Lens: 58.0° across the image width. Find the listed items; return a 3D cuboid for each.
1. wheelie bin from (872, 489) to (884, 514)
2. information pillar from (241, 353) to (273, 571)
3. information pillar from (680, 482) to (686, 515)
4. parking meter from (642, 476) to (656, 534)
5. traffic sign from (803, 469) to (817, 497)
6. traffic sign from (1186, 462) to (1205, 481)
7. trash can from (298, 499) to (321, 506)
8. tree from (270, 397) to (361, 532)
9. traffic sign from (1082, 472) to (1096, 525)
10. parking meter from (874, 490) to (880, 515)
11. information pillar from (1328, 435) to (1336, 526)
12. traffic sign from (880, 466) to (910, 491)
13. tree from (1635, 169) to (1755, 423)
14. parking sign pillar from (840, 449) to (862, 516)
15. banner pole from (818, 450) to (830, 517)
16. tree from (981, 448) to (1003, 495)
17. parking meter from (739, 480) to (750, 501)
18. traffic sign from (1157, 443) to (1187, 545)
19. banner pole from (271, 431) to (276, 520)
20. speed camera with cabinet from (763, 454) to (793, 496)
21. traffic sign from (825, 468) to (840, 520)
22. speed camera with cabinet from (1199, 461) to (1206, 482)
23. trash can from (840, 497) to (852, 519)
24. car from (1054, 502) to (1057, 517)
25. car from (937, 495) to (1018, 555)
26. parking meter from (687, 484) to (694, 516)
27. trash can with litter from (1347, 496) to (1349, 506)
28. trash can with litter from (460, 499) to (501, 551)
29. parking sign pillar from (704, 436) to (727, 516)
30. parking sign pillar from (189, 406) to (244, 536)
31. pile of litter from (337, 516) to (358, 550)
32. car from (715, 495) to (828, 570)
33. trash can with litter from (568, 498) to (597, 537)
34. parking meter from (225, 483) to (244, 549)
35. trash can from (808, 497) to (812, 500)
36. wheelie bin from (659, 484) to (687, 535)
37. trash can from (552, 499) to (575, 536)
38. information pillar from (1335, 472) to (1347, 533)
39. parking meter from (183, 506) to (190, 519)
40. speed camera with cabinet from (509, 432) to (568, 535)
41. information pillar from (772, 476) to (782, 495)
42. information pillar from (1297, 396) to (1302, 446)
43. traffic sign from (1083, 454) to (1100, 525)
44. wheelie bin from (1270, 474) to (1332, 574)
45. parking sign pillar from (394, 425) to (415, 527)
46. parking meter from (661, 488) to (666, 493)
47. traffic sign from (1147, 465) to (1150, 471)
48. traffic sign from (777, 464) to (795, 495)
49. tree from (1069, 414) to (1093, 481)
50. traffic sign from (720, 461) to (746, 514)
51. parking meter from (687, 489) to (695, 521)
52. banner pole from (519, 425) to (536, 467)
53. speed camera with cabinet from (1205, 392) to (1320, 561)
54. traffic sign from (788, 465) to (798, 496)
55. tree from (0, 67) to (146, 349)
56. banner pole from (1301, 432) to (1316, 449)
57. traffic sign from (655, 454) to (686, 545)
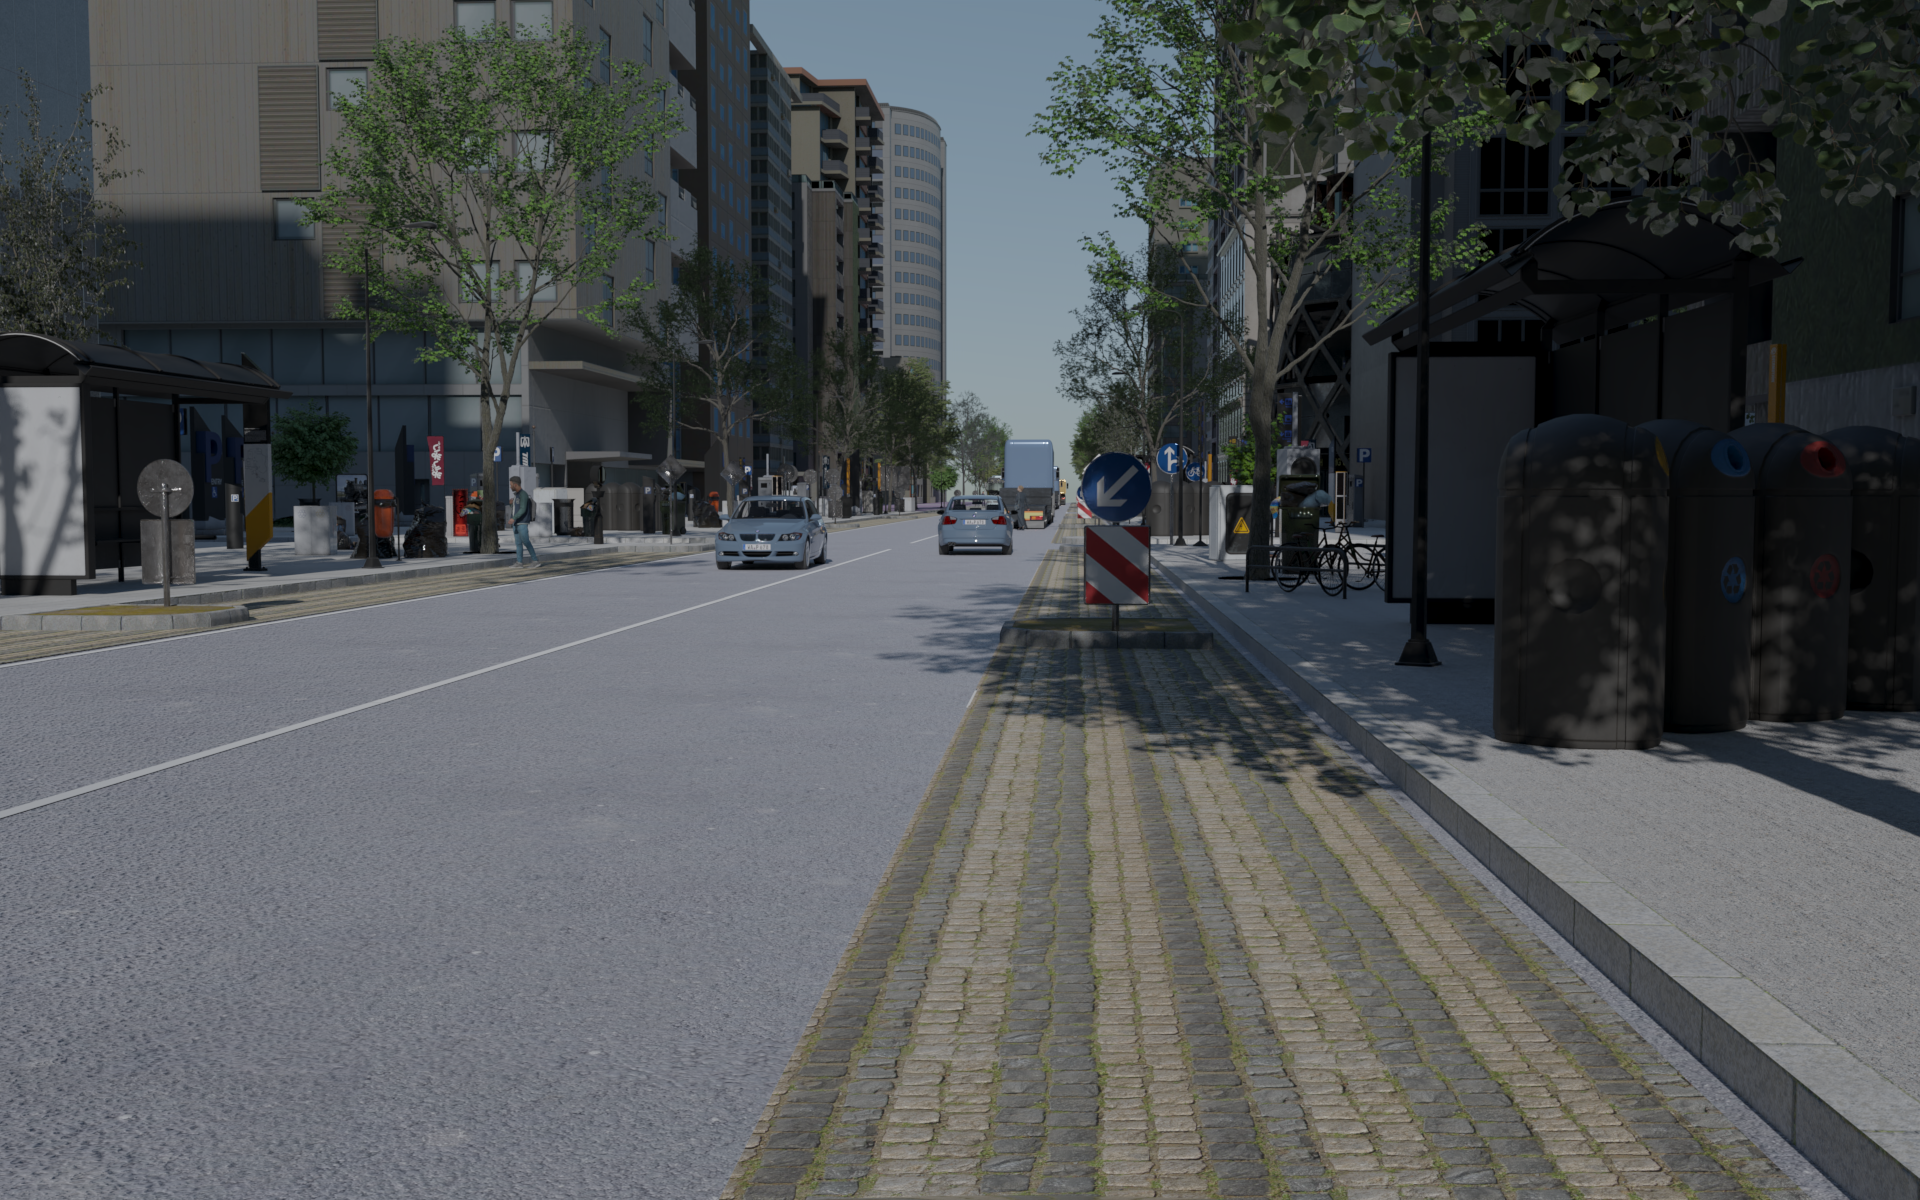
[{"bbox_3d":[-5.185,-6.218,109.567,0.693,1.594,0.980,-1,4,-18],"label":"wheelie bin"},{"bbox_3d":[-11.675,-2.288,28.760,0.504,3.616,0.183,1,4,16],"label":"information pillar"},{"bbox_3d":[-17.197,-6.301,107.515,0.304,2.012,0.304,0,4,8],"label":"information pillar"},{"bbox_3d":[-10.035,-3.075,55.990,0.399,1.863,0.255,1,4,8],"label":"parking meter"},{"bbox_3d":[-7.624,-5.398,88.366,0.768,2.556,0.104,0,4,6],"label":"traffic sign"},{"bbox_3d":[9.341,-4.197,68.732,0.768,2.556,0.104,1,4,13],"label":"traffic sign"},{"bbox_3d":[-20.776,-2.673,55.364,0.748,1.137,0.748,0,3,0],"label":"trash can"},{"bbox_3d":[-21.970,-4.586,58.701,4.285,4.588,4.351,0,3,0],"label":"tree"},{"bbox_3d":[3.989,-2.899,51.044,0.795,2.450,0.064,0,4,4],"label":"traffic sign"},{"bbox_3d":[-5.046,-5.898,104.835,0.372,1.533,0.369,0,3,0],"label":"parking meter"},{"bbox_3d":[14.928,-4.776,69.440,0.183,3.616,0.504,-1,4,-13],"label":"information pillar"},{"bbox_3d":[-4.765,-8.087,126.102,2.265,3.308,0.079,1,4,9],"label":"traffic sign"},{"bbox_3d":[16.414,-5.317,37.289,4.737,8.622,4.395,0,3,0],"label":"tree"},{"bbox_3d":[-6.515,-6.950,102.102,1.447,3.967,1.447,3,5,43],"label":"parking sign pillar"},{"bbox_3d":[-7.973,-6.782,100.906,0.863,3.779,0.401,0,4,3],"label":"banner pole"},{"bbox_3d":[3.881,-18.283,249.295,4.737,8.622,4.395,0,3,0],"label":"tree"},{"bbox_3d":[-8.810,-3.976,70.723,0.399,1.863,0.255,-2,4,-26],"label":"parking meter"},{"bbox_3d":[5.330,-2.659,43.583,0.768,2.556,0.104,1,4,9],"label":"traffic sign"},{"bbox_3d":[-27.530,-4.833,69.029,0.401,3.779,0.863,2,4,27],"label":"banner pole"},{"bbox_3d":[-8.932,-5.546,85.019,0.660,3.252,2.038,-3,4,-36],"label":"speed camera with cabinet"},{"bbox_3d":[-6.292,-5.228,85.583,0.768,2.556,0.104,0,4,8],"label":"traffic sign"},{"bbox_3d":[15.517,-6.781,105.209,2.038,3.252,0.660,0,4,-8],"label":"speed camera with cabinet"},{"bbox_3d":[-5.983,-4.847,90.900,0.748,1.137,0.748,0,3,0],"label":"trash can"},{"bbox_3d":[5.079,-5.861,108.401,1.945,1.354,3.894,0,4,3],"label":"car"},{"bbox_3d":[0.410,-1.837,42.033,2.014,1.417,4.499,0,4,2],"label":"car"},{"bbox_3d":[-15.907,-5.910,102.342,0.399,1.863,0.255,2,4,26],"label":"parking meter"},{"bbox_3d":[20.019,-4.772,89.403,0.624,1.170,1.055,2,4,28],"label":"trash can with litter"},{"bbox_3d":[-10.746,-1.682,38.885,0.624,1.170,1.055,0,4,6],"label":"trash can with litter"},{"bbox_3d":[-11.400,-5.653,80.899,1.447,3.967,1.447,-3,5,-42],"label":"parking sign pillar"},{"bbox_3d":[-23.419,-4.002,53.901,1.447,3.967,1.447,0,4,2],"label":"parking sign pillar"},{"bbox_3d":[-14.319,-1.617,40.399,1.176,0.858,1.719,-2,4,-29],"label":"pile of litter"},{"bbox_3d":[-3.675,-1.365,34.325,2.014,1.417,4.499,0,4,3],"label":"car"},{"bbox_3d":[-11.304,-2.481,51.952,1.055,1.170,0.624,2,4,25],"label":"trash can with litter"},{"bbox_3d":[-16.981,-1.965,40.532,0.372,1.533,0.369,0,3,0],"label":"parking meter"},{"bbox_3d":[-7.833,-4.644,87.578,0.748,1.137,0.748,0,3,0],"label":"trash can"},{"bbox_3d":[-9.052,-2.860,54.664,0.980,1.594,0.693,2,4,34],"label":"wheelie bin"},{"bbox_3d":[-12.264,-2.566,53.608,0.748,1.137,0.748,0,3,0],"label":"trash can"},{"bbox_3d":[12.507,-3.199,56.802,0.304,2.012,0.304,2,4,28],"label":"information pillar"},{"bbox_3d":[-25.903,-3.019,57.774,0.372,1.533,0.369,0,3,0],"label":"parking meter"},{"bbox_3d":[-13.501,-3.738,55.454,2.038,3.252,0.660,2,4,31],"label":"speed camera with cabinet"},{"bbox_3d":[-7.380,-4.005,69.971,0.304,2.012,0.304,3,5,41],"label":"information pillar"},{"bbox_3d":[7.997,-3.065,41.470,0.183,3.616,0.504,-2,4,-24],"label":"information pillar"},{"bbox_3d":[3.457,-2.412,43.076,0.795,2.450,0.064,0,4,4],"label":"traffic sign"},{"bbox_3d":[5.491,-1.222,27.885,0.980,1.594,0.693,0,4,7],"label":"wheelie bin"},{"bbox_3d":[-21.963,-4.894,68.484,1.447,3.967,1.447,-2,4,-32],"label":"parking sign pillar"},{"bbox_3d":[-11.599,-3.598,67.234,0.372,1.533,0.369,0,3,0],"label":"parking meter"},{"bbox_3d":[8.537,-4.777,78.113,0.884,2.594,0.081,1,4,11],"label":"traffic sign"},{"bbox_3d":[-7.288,-4.425,72.451,0.768,2.556,0.104,1,4,9],"label":"traffic sign"},{"bbox_3d":[18.380,-19.648,239.364,7.486,12.596,7.792,0,3,0],"label":"tree"},{"bbox_3d":[-6.780,-2.944,51.780,0.795,2.450,0.064,0,4,4],"label":"traffic sign"},{"bbox_3d":[-12.758,-4.519,82.298,0.372,1.533,0.369,0,3,0],"label":"parking meter"},{"bbox_3d":[-15.743,-4.482,63.294,0.863,3.779,0.401,1,4,21],"label":"banner pole"},{"bbox_3d":[5.862,-2.385,33.333,2.038,3.252,0.660,-1,4,-12],"label":"speed camera with cabinet"},{"bbox_3d":[-7.456,-4.622,75.678,0.768,2.556,0.104,1,4,13],"label":"traffic sign"},{"bbox_3d":[-15.678,-4.823,29.223,4.360,8.622,3.978,0,3,0],"label":"tree"},{"bbox_3d":[13.886,-4.866,69.583,0.863,3.779,0.401,1,4,16],"label":"banner pole"},{"bbox_3d":[-7.312,-2.457,43.813,0.795,2.450,0.064,0,4,4],"label":"traffic sign"}]
